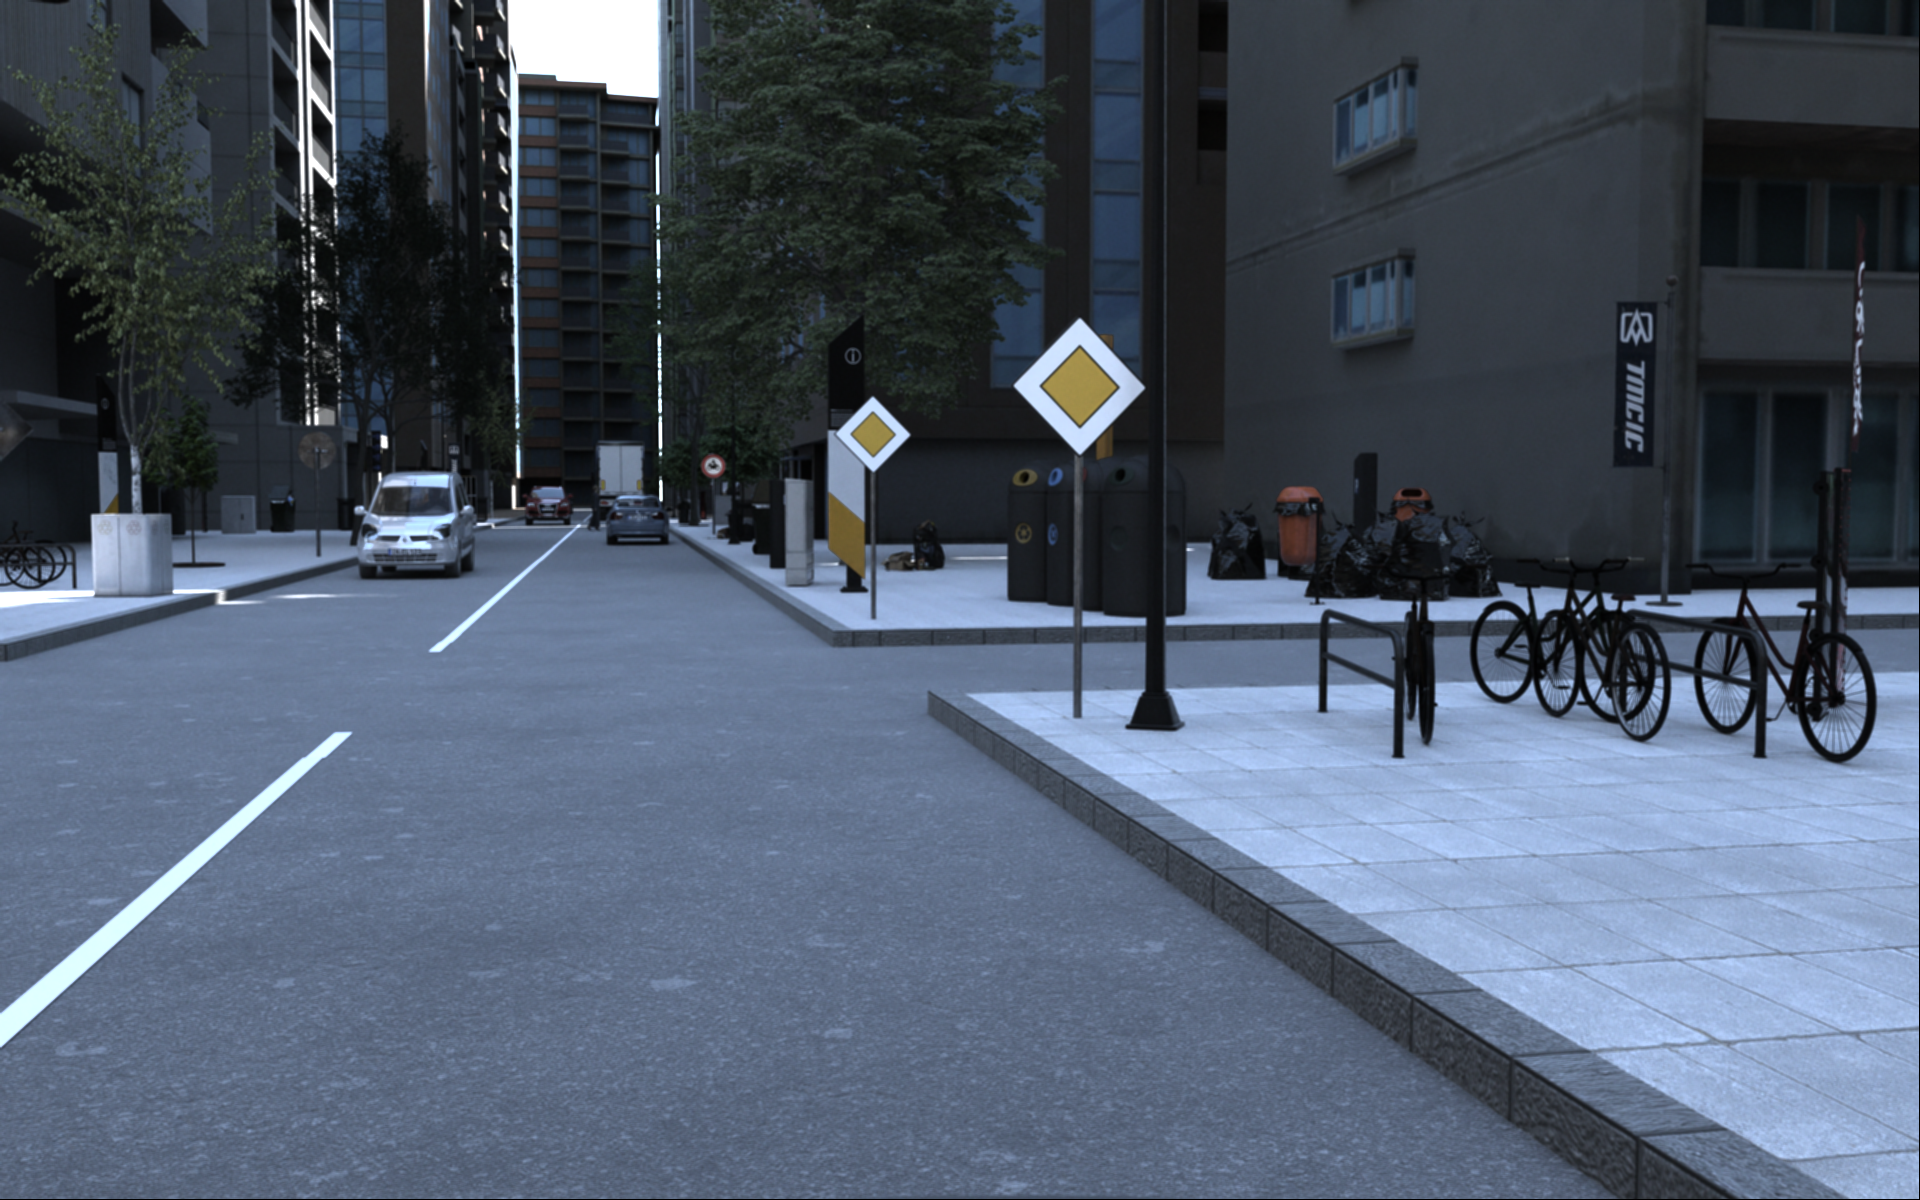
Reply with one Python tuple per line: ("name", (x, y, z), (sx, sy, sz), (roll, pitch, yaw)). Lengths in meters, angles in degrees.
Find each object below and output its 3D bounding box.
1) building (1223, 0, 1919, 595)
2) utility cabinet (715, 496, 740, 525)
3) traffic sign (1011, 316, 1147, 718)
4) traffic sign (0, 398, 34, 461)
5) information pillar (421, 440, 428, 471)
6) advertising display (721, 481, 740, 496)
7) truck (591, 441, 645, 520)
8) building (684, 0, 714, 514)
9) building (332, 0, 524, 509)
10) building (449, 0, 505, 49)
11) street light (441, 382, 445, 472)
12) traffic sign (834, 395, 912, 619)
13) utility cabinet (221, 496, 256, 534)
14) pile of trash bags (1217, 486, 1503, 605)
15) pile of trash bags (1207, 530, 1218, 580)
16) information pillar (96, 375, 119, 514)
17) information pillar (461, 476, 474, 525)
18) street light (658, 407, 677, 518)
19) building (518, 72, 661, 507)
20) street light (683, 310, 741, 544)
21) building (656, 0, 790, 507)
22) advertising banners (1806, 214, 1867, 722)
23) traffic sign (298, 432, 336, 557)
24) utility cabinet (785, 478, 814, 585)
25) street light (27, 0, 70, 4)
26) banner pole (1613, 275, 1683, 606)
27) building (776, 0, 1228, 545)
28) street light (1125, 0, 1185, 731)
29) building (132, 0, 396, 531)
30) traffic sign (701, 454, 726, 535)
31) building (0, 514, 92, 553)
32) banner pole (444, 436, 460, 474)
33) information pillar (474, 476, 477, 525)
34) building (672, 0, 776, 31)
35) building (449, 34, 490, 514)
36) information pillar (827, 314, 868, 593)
("building", (16.707, -25.028, 32.916), (21.600, 48.544, 21.300), (-1, 4, -11))
("utility cabinet", (-9.664, -3.720, 71.976), (1.020, 1.237, 0.306), (1, 4, 12))
("traffic sign", (0.671, -0.381, 9.867), (0.795, 2.450, 0.064), (-1, 4, -11))
("traffic sign", (-9.028, -0.762, 16.104), (0.795, 2.450, 0.064), (-1, 4, -11))
("information pillar", (-23.313, -5.140, 75.397), (0.183, 3.616, 0.504), (-3, 5, -42))
("advertising display", (-11.149, -4.825, 84.110), (0.974, 1.923, 0.123), (-2, 4, -31))
("truck", (-19.224, -6.632, 97.342), (2.839, 4.237, 11.283), (-1, 4, -13))
("building", (-8.899, -35.516, 122.686), (21.231, 58.520, 28.212), (-1, 4, -11))
("building", (-46.333, -30.719, 152.361), (14.200, 45.320, 14.600), (-1, 4, -11))
("building", (-45.563, -29.026, 129.205), (22.147, 44.769, 28.867), (-1, 4, -11))
("street light", (-18.299, -5.543, 63.176), (1.470, 5.913, 1.316), (-1, 4, -11))
("traffic sign", (-0.890, -0.860, 17.698), (0.795, 2.450, 0.064), (-1, 4, -11))
("utility cabinet", (-23.245, -2.729, 55.788), (1.020, 1.237, 0.306), (0, 4, 3))
("pile of trash bags", (5.049, -0.702, 21.228), (3.447, 1.369, 1.912), (-3, 5, -42))
("pile of trash bags", (5.406, -1.011, 26.279), (3.447, 1.369, 1.912), (1, 4, 18))
("information pillar", (-16.851, -2.623, 34.241), (0.183, 3.616, 0.504), (0, 4, 8))
("information pillar", (-20.136, -4.042, 70.572), (0.304, 2.012, 0.304), (1, 4, 18))
("street light", (-15.662, -7.267, 91.349), (1.470, 5.913, 1.316), (-1, 4, -11))
("building", (-46.243, -32.310, 182.884), (28.867, 44.769, 22.147), (-1, 4, -11))
("street light", (-6.309, -4.372, 44.021), (1.470, 5.913, 1.316), (-1, 4, -11))
("building", (-21.976, -45.788, 186.878), (20.611, 71.187, 20.563), (-1, 4, -11))
("advertising banners", (5.333, -0.874, 10.471), (0.090, 3.025, 2.074), (2, 4, 32))
("traffic sign", (-13.131, -2.158, 35.389), (0.768, 2.556, 0.104), (0, 4, -4))
("utility cabinet", (-2.253, -0.967, 24.484), (0.318, 1.500, 1.173), (0, 3, 0))
("street light", (-8.867, -2.655, 15.952), (1.470, 5.913, 1.316), (-1, 4, -11))
("banner pole", (7.895, -1.826, 19.875), (0.863, 3.779, 0.401), (0, 4, 0))
("building", (2.171, -24.473, 50.237), (14.600, 45.320, 14.200), (-1, 4, -11))
("street light", (0.543, -2.246, 9.260), (1.470, 5.913, 1.316), (-1, 4, -11))
("building", (-33.962, -38.499, 67.714), (20.563, 71.187, 20.611), (-1, 4, -11))
("traffic sign", (-7.800, -3.348, 54.846), (0.768, 2.556, 0.104), (0, 4, -5))
("building", (-32.401, -27.283, 35.315), (28.713, 52.752, 27.495), (-1, 4, -11))
("banner pole", (-21.834, -5.153, 74.270), (0.863, 3.779, 0.401), (-1, 4, -17))
("information pillar", (-20.121, -4.086, 71.300), (0.304, 2.012, 0.304), (2, 4, 30))
("building", (-16.554, -28.111, 143.217), (14.154, 41.232, 14.086), (-1, 4, -11))
("building", (-37.452, -20.603, 108.560), (14.160, 30.474, 14.107), (-1, 4, -11))
("information pillar", (-1.464, -1.906, 22.520), (0.504, 3.616, 0.183), (-1, 4, -12))
